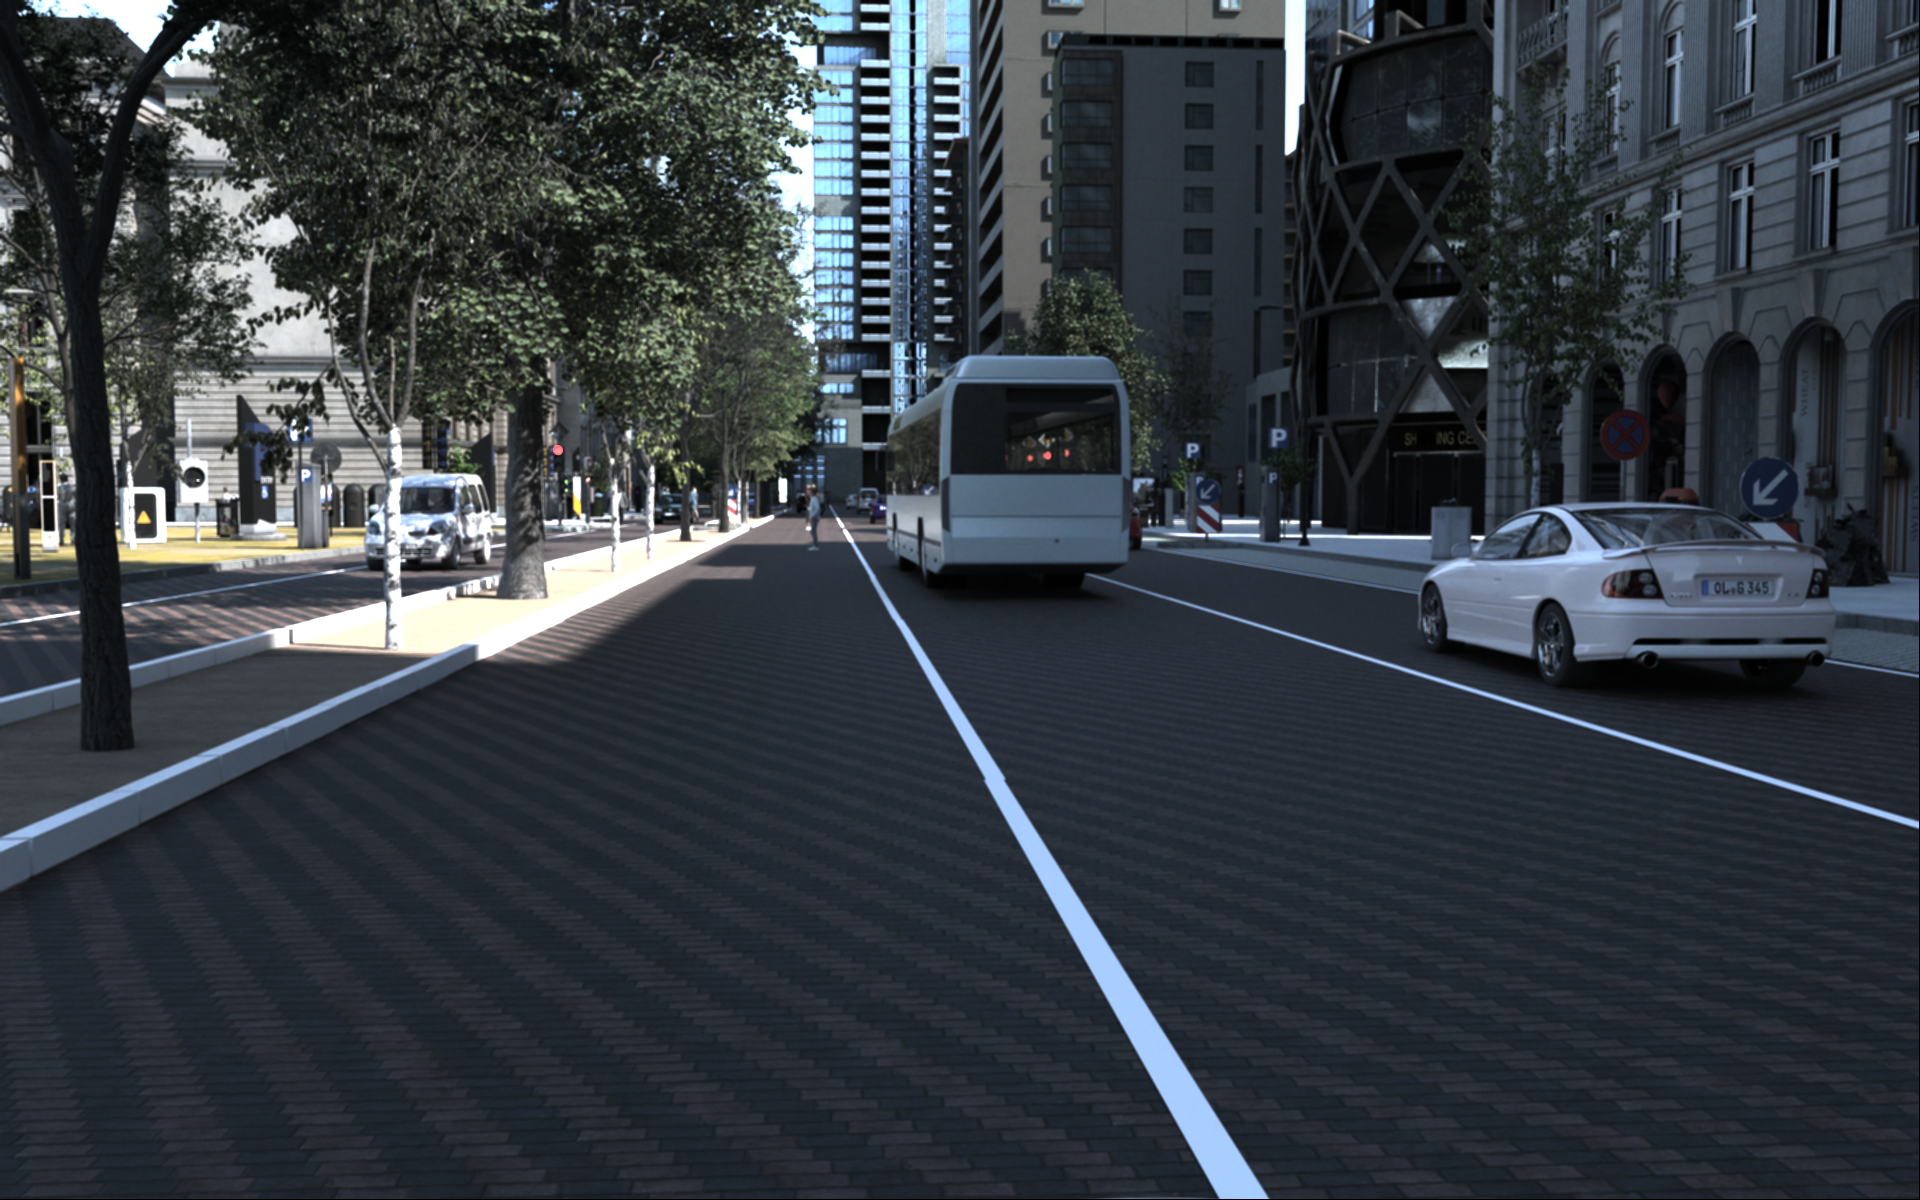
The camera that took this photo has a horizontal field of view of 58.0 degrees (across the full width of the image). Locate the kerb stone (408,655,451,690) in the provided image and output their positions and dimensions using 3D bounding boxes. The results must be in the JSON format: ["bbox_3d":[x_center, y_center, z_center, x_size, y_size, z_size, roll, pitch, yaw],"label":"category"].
[{"bbox_3d":[-4.043,0.556,13.104,0.120,0.150,1.000,0,4,-5],"label":"kerb stone"}]

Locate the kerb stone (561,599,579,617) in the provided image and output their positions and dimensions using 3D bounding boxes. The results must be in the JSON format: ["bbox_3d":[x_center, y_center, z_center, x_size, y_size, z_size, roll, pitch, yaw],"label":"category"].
[{"bbox_3d":[-4.621,0.121,20.264,0.120,0.150,1.000,0,4,-5],"label":"kerb stone"}]

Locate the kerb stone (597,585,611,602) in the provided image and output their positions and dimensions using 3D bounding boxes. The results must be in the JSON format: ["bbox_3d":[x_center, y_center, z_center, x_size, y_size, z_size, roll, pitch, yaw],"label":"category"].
[{"bbox_3d":[-4.858,-0.069,23.326,0.120,0.150,1.000,0,4,-5],"label":"kerb stone"}]

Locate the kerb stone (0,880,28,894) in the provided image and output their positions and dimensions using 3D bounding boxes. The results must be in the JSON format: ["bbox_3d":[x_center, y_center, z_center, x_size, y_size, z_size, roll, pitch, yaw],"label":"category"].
[{"bbox_3d":[-3.477,0.995,5.931,0.120,0.150,1.000,0,4,-5],"label":"kerb stone"}]

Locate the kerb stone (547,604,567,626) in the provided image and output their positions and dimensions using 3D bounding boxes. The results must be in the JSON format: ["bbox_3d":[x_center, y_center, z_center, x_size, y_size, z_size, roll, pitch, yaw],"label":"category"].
[{"bbox_3d":[-4.531,0.183,19.239,0.120,0.150,1.000,0,4,-5],"label":"kerb stone"}]

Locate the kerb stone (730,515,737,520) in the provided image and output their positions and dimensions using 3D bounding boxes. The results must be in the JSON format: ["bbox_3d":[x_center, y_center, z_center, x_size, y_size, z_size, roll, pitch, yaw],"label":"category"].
[{"bbox_3d":[-13.071,-4.769,100.357,0.120,0.150,1.000,0,4,-5],"label":"kerb stone"}]

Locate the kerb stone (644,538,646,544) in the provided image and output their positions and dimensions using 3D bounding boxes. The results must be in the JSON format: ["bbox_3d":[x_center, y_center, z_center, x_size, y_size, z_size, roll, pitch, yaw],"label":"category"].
[{"bbox_3d":[-8.977,-1.618,48.650,0.120,0.150,1.000,0,4,-5],"label":"kerb stone"}]

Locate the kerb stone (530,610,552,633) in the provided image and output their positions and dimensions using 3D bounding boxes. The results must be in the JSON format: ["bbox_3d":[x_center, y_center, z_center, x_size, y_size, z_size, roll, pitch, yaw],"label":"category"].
[{"bbox_3d":[-4.454,0.243,18.219,0.120,0.150,1.000,0,4,-5],"label":"kerb stone"}]

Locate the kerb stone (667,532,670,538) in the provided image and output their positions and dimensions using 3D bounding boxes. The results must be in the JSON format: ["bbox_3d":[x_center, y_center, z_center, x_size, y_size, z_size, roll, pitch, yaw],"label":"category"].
[{"bbox_3d":[-9.536,-2.055,55.795,0.120,0.150,1.000,0,4,-5],"label":"kerb stone"}]

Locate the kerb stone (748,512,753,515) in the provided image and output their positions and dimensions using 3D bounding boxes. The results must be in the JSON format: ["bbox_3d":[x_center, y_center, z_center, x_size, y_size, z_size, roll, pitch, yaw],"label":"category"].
[{"bbox_3d":[-15.013,-6.281,124.883,0.120,0.150,1.000,0,4,-5],"label":"kerb stone"}]

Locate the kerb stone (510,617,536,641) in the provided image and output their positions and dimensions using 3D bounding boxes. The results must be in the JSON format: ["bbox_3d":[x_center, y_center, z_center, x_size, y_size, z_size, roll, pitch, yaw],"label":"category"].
[{"bbox_3d":[-4.375,0.307,17.194,0.120,0.150,1.000,0,4,-5],"label":"kerb stone"}]

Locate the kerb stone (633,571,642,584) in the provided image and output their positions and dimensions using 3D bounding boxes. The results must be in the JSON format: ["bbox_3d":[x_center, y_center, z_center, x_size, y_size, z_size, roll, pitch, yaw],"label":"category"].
[{"bbox_3d":[-5.185,-0.319,27.415,0.120,0.150,1.000,0,4,-5],"label":"kerb stone"}]

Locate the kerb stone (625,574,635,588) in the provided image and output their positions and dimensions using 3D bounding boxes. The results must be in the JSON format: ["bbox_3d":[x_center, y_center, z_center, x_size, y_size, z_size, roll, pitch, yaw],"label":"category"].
[{"bbox_3d":[-5.108,-0.257,26.396,0.120,0.150,1.000,0,4,-5],"label":"kerb stone"}]

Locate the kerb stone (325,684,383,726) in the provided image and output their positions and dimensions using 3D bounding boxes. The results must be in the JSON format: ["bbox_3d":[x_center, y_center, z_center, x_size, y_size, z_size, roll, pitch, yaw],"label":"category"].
[{"bbox_3d":[-3.893,0.681,11.062,0.120,0.150,1.000,0,4,-5],"label":"kerb stone"}]

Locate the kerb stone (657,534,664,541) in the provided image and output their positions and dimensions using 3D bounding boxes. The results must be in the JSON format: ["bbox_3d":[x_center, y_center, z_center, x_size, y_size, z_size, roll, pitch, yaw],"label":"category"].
[{"bbox_3d":[-9.382,-1.930,53.754,0.120,0.150,1.000,0,4,-5],"label":"kerb stone"}]

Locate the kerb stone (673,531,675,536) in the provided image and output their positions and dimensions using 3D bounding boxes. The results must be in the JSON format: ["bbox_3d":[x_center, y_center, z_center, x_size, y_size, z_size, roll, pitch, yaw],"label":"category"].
[{"bbox_3d":[-9.701,-2.180,57.834,0.120,0.150,1.000,0,4,-5],"label":"kerb stone"}]

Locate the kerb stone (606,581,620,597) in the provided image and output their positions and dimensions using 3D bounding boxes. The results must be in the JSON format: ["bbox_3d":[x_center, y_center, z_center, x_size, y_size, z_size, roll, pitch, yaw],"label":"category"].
[{"bbox_3d":[-4.938,-0.132,24.346,0.120,0.150,1.000,0,4,-5],"label":"kerb stone"}]

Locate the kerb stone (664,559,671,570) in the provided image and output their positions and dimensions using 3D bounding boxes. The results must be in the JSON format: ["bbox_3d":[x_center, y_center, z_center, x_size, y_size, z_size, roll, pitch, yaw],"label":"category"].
[{"bbox_3d":[-5.587,-0.628,32.523,0.120,0.150,1.000,0,4,-5],"label":"kerb stone"}]

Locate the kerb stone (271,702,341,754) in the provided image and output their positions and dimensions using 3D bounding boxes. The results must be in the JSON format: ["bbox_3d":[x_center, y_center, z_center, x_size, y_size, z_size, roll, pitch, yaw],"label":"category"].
[{"bbox_3d":[-3.804,0.744,10.037,0.120,0.150,1.000,0,4,-5],"label":"kerb stone"}]

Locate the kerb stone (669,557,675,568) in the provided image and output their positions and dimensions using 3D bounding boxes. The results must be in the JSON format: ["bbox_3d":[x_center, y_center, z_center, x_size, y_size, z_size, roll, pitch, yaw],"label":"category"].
[{"bbox_3d":[-5.664,-0.693,33.542,0.120,0.150,1.000,0,4,-5],"label":"kerb stone"}]

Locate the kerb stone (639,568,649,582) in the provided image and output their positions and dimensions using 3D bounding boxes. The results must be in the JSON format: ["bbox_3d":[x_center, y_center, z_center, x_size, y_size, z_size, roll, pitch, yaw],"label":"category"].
[{"bbox_3d":[-5.259,-0.382,28.434,0.120,0.150,1.000,0,4,-5],"label":"kerb stone"}]

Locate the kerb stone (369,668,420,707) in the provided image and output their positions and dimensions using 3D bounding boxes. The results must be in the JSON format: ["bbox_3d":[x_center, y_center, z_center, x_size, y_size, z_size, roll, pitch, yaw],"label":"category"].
[{"bbox_3d":[-3.967,0.618,12.085,0.120,0.150,1.000,0,4,-5],"label":"kerb stone"}]

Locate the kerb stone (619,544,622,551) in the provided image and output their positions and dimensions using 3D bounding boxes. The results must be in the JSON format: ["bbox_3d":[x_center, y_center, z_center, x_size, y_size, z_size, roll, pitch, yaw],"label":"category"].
[{"bbox_3d":[-8.485,-1.238,42.524,0.120,0.150,1.000,0,4,-5],"label":"kerb stone"}]

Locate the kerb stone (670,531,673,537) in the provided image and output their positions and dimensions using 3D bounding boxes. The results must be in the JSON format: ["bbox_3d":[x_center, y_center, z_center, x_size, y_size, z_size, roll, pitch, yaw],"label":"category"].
[{"bbox_3d":[-9.614,-2.117,56.814,0.120,0.150,1.000,0,4,-5],"label":"kerb stone"}]

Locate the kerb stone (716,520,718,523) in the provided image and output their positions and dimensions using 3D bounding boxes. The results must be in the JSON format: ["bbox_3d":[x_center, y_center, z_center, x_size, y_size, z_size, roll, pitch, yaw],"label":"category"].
[{"bbox_3d":[-11.531,-3.591,80.908,0.120,0.150,1.000,0,4,-5],"label":"kerb stone"}]

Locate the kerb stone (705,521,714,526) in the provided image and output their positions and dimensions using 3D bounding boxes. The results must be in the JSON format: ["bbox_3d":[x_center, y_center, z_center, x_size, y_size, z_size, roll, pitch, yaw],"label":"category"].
[{"bbox_3d":[-11.284,-3.404,77.843,0.120,0.150,1.000,0,4,-5],"label":"kerb stone"}]

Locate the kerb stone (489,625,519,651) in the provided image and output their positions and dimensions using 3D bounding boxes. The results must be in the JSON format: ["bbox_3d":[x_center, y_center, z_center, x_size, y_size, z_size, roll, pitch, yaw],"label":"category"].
[{"bbox_3d":[-4.294,0.371,16.176,0.120,0.150,1.000,0,4,-5],"label":"kerb stone"}]

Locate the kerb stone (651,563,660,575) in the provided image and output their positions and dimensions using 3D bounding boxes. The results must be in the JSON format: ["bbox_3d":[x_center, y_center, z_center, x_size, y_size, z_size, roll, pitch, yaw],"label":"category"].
[{"bbox_3d":[-5.431,-0.507,30.477,0.120,0.150,1.000,0,4,-5],"label":"kerb stone"}]

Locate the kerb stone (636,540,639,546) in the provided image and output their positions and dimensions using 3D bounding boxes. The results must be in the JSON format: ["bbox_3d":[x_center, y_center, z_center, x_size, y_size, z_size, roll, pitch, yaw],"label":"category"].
[{"bbox_3d":[-8.812,-1.493,46.598,0.120,0.150,1.000,0,4,-5],"label":"kerb stone"}]

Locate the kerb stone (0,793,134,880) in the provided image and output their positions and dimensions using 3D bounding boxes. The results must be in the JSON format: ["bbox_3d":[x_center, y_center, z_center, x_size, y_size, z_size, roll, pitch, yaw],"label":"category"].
[{"bbox_3d":[-3.561,0.932,6.964,0.120,0.150,1.000,0,4,-5],"label":"kerb stone"}]

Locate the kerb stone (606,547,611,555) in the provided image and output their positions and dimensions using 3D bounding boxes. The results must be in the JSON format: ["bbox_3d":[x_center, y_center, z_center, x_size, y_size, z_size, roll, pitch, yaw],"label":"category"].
[{"bbox_3d":[-8.327,-1.114,40.474,0.120,0.150,1.000,0,4,-5],"label":"kerb stone"}]

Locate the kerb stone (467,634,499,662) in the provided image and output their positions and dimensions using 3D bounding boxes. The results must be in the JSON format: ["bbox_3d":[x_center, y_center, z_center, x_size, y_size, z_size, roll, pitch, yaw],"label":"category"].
[{"bbox_3d":[-4.211,0.431,15.145,0.120,0.150,1.000,0,4,-5],"label":"kerb stone"}]

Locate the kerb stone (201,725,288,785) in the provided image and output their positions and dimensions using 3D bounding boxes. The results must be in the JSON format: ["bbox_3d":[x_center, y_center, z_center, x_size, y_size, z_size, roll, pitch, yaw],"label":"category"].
[{"bbox_3d":[-3.728,0.806,9.012,0.120,0.150,1.000,0,4,-5],"label":"kerb stone"}]

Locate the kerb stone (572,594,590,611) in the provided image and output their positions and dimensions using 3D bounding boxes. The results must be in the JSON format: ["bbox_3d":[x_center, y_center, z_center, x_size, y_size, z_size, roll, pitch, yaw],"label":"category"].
[{"bbox_3d":[-4.705,0.056,21.288,0.120,0.150,1.000,0,4,-5],"label":"kerb stone"}]

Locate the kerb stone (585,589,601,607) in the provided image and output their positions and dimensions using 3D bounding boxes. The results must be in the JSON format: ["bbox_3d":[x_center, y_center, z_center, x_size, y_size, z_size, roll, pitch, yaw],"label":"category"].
[{"bbox_3d":[-4.780,-0.007,22.307,0.120,0.150,1.000,0,4,-5],"label":"kerb stone"}]

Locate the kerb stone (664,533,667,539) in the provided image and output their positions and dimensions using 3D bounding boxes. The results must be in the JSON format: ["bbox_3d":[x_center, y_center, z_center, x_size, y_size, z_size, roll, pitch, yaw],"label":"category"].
[{"bbox_3d":[-9.458,-1.993,54.775,0.120,0.150,1.000,0,4,-5],"label":"kerb stone"}]

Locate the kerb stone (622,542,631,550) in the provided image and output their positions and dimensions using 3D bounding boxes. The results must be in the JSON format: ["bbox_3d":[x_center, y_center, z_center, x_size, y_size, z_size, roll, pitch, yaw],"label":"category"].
[{"bbox_3d":[-8.644,-1.368,44.561,0.120,0.150,1.000,0,4,-5],"label":"kerb stone"}]

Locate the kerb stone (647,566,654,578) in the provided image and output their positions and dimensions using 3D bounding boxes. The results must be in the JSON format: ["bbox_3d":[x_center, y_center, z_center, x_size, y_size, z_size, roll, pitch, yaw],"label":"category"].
[{"bbox_3d":[-5.349,-0.444,29.453,0.120,0.150,1.000,0,4,-5],"label":"kerb stone"}]

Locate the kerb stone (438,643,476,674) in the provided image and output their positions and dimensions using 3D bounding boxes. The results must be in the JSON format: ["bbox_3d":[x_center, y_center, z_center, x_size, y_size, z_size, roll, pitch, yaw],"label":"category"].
[{"bbox_3d":[-4.132,0.494,14.126,0.120,0.150,1.000,0,4,-5],"label":"kerb stone"}]

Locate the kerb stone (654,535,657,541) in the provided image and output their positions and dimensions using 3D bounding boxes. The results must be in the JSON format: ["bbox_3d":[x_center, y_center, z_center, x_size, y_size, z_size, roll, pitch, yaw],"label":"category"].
[{"bbox_3d":[-9.219,-1.806,51.717,0.120,0.150,1.000,0,4,-5],"label":"kerb stone"}]

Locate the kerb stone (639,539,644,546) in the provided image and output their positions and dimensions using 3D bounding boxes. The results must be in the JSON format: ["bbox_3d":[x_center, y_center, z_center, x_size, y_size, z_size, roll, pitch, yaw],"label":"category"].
[{"bbox_3d":[-8.885,-1.554,47.624,0.120,0.150,1.000,0,4,-5],"label":"kerb stone"}]

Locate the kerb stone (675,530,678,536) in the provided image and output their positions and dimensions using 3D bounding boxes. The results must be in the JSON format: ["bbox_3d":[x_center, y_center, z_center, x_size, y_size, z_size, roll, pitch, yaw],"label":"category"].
[{"bbox_3d":[-9.773,-2.242,58.860,0.120,0.150,1.000,0,4,-5],"label":"kerb stone"}]

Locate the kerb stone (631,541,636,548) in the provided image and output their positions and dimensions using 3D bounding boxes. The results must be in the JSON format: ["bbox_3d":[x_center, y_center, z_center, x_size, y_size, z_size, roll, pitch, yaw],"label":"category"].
[{"bbox_3d":[-8.721,-1.430,45.580,0.120,0.150,1.000,0,4,-5],"label":"kerb stone"}]

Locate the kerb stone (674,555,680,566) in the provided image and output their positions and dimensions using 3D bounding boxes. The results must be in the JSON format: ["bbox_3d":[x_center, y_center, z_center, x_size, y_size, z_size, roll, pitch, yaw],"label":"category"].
[{"bbox_3d":[-5.745,-0.756,34.561,0.120,0.150,1.000,0,4,-5],"label":"kerb stone"}]

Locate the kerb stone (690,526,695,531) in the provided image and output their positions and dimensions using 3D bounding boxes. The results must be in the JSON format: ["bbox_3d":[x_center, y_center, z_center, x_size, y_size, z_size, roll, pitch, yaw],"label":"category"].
[{"bbox_3d":[-10.511,-2.805,68.053,0.120,0.150,1.000,0,4,-5],"label":"kerb stone"}]

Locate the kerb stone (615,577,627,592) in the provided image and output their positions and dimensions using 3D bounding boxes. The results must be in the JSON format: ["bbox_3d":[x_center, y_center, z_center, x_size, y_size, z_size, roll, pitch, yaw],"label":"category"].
[{"bbox_3d":[-5.025,-0.194,25.367,0.120,0.150,1.000,0,4,-5],"label":"kerb stone"}]

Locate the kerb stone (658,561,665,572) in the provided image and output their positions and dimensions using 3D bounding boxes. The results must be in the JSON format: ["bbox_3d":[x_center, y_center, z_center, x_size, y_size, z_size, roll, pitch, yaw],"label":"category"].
[{"bbox_3d":[-5.511,-0.569,31.501,0.120,0.150,1.000,0,4,-5],"label":"kerb stone"}]

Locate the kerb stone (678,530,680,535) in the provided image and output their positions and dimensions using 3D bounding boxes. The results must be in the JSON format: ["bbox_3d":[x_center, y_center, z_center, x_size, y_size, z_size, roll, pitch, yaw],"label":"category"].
[{"bbox_3d":[-9.854,-2.305,59.881,0.120,0.150,1.000,0,4,-5],"label":"kerb stone"}]

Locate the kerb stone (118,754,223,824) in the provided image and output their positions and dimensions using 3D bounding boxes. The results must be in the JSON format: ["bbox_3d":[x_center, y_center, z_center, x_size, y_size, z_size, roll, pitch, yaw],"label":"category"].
[{"bbox_3d":[-3.647,0.871,7.987,0.120,0.150,1.000,0,4,-5],"label":"kerb stone"}]
